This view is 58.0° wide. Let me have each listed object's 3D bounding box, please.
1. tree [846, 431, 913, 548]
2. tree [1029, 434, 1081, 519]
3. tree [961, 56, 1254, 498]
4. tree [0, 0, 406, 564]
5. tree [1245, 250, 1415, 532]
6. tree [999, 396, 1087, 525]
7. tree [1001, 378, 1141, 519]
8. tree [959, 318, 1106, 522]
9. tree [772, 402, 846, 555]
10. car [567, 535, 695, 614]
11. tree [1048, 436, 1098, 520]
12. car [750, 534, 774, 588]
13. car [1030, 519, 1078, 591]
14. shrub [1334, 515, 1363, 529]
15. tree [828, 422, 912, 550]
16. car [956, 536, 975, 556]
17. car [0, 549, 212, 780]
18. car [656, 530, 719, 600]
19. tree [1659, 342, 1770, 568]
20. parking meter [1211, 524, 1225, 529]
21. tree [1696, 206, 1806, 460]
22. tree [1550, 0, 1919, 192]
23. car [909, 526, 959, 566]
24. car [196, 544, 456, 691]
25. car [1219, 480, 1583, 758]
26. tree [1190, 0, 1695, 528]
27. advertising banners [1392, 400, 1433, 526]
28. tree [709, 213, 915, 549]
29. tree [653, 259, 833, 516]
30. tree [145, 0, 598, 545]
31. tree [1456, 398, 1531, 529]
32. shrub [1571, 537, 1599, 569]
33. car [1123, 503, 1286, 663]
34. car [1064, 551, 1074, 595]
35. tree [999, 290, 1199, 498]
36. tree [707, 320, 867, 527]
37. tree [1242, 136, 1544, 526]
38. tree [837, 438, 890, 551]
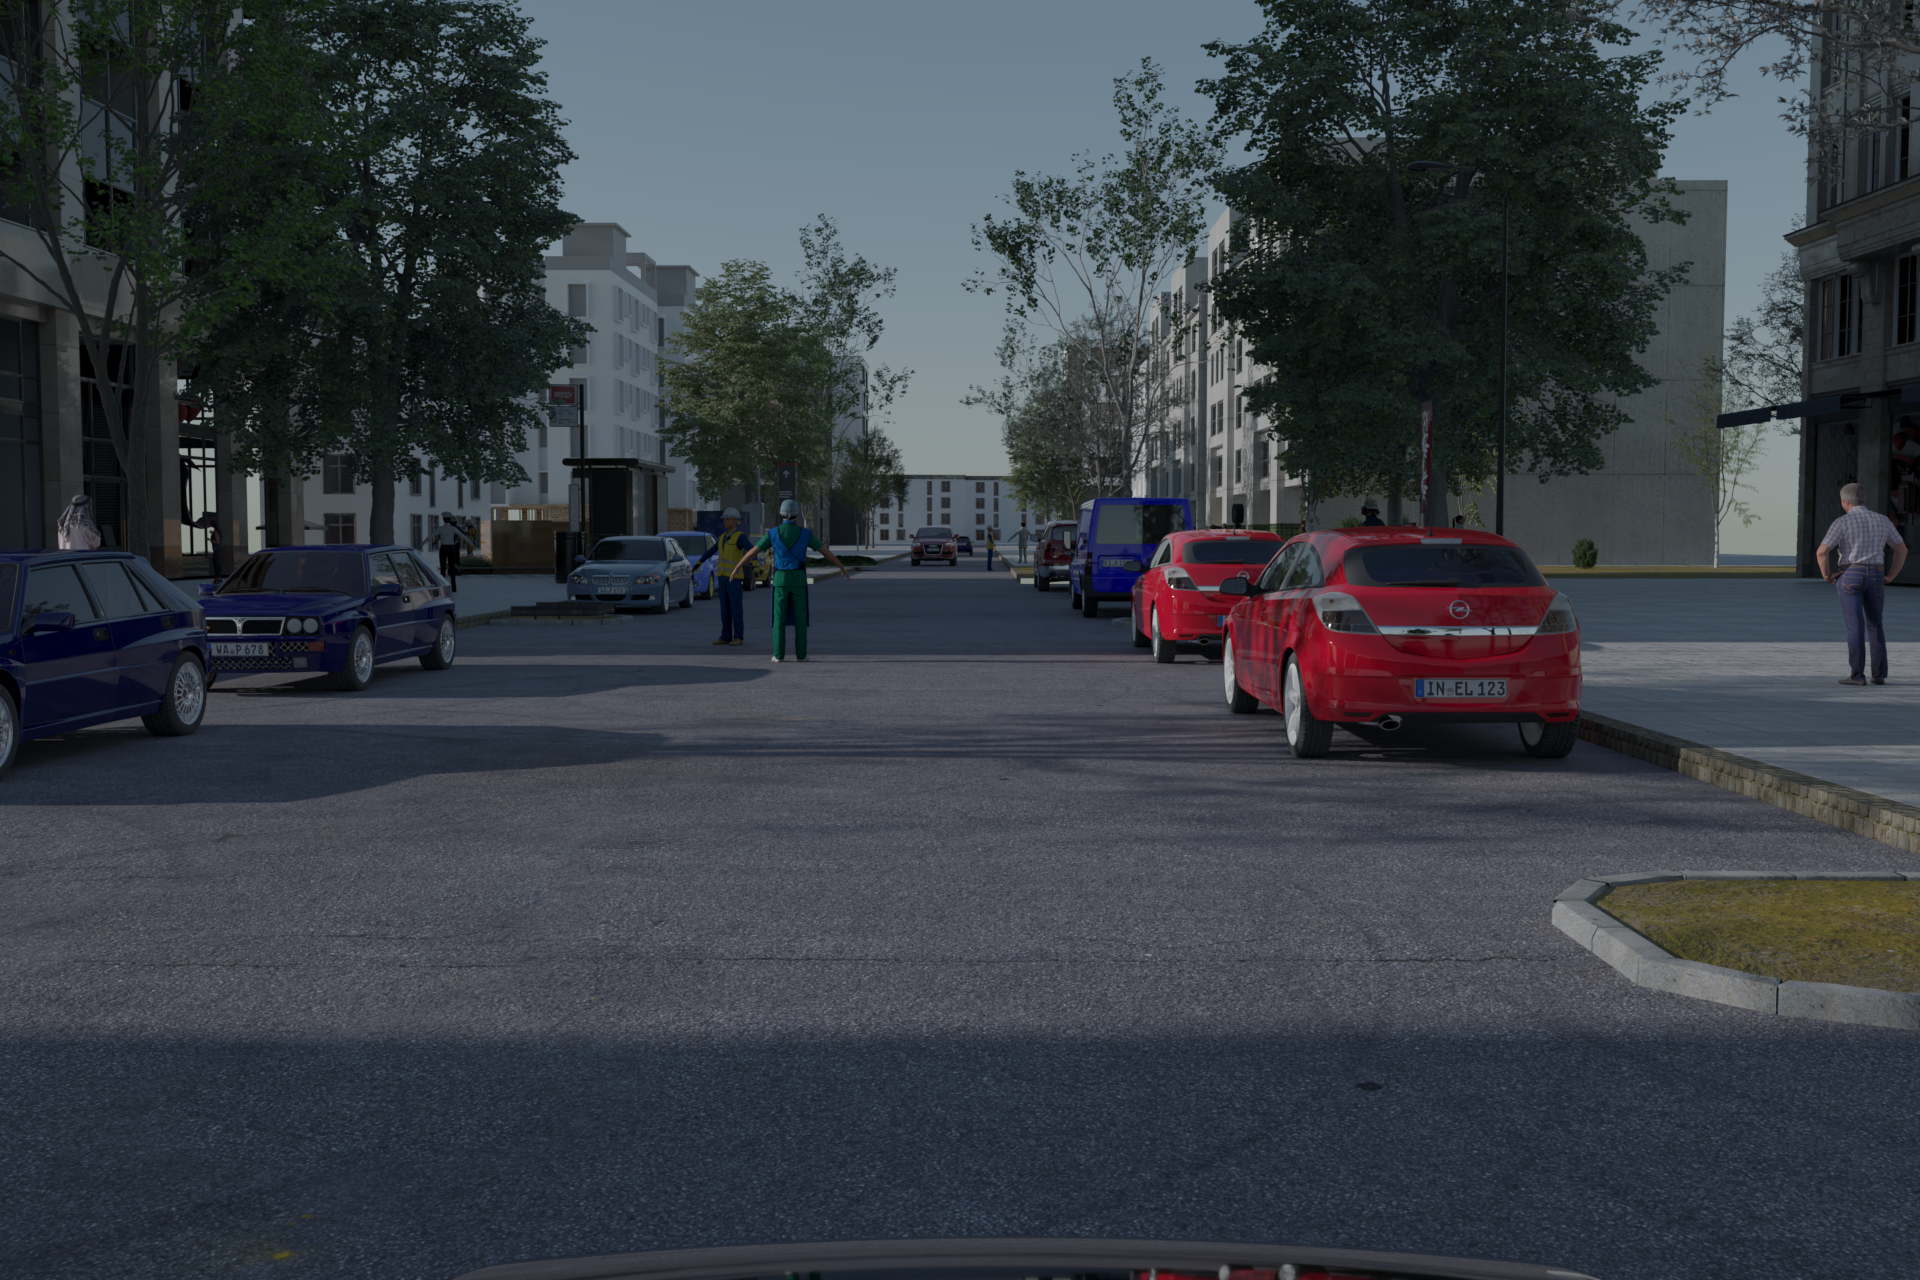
[{"bbox_3d":[-7.536,-13.467,154.594,8.767,10.594,7.601,3,5,41],"label":"tree"},{"bbox_3d":[7.504,-10.709,125.450,4.360,8.622,3.978,0,3,0],"label":"tree"},{"bbox_3d":[6.419,-13.194,71.606,12.611,20.169,13.585,0,3,0],"label":"tree"},{"bbox_3d":[-11.907,-6.037,24.457,9.928,11.665,9.643,0,3,0],"label":"tree"},{"bbox_3d":[8.688,-5.715,43.797,4.360,8.622,3.978,0,3,0],"label":"tree"},{"bbox_3d":[6.789,-13.579,140.140,7.486,12.596,7.792,0,3,0],"label":"tree"},{"bbox_3d":[6.891,-10.307,102.930,8.767,10.594,7.601,-2,4,-28],"label":"tree"},{"bbox_3d":[6.758,-18.150,152.637,12.611,20.169,13.585,0,3,0],"label":"tree"},{"bbox_3d":[-8.686,-8.832,94.771,4.360,8.622,3.978,0,3,0],"label":"tree"},{"bbox_3d":[-6.091,-1.250,32.442,2.014,1.417,4.499,0,4,0],"label":"car"},{"bbox_3d":[7.150,-9.902,112.261,4.737,8.622,4.395,0,3,0],"label":"tree"},{"bbox_3d":[-5.895,-2.277,47.455,2.015,1.641,3.980,0,4,0],"label":"car"},{"bbox_3d":[2.968,-2.211,44.823,2.281,1.827,5.304,0,4,1],"label":"car"},{"bbox_3d":[14.296,-3.594,63.176,1.690,2.028,1.600,0,3,0],"label":"shrub"},{"bbox_3d":[-7.415,-12.749,142.854,7.601,10.594,8.767,-2,4,-28],"label":"tree"},{"bbox_3d":[0.018,-6.311,115.768,1.945,1.354,3.894,0,4,0],"label":"car"},{"bbox_3d":[-6.351,0.094,11.042,1.945,1.354,3.894,0,4,1],"label":"car"},{"bbox_3d":[-6.210,-1.786,38.786,1.945,1.707,3.694,0,4,1],"label":"car"},{"bbox_3d":[28.983,-7.070,65.951,4.360,8.622,3.978,0,3,0],"label":"tree"},{"bbox_3d":[6.700,-2.235,44.952,0.372,1.533,0.369,0,3,0],"label":"parking meter"},{"bbox_3d":[28.794,-8.801,54.266,12.009,13.543,11.850,0,3,0],"label":"tree"},{"bbox_3d":[9.090,-6.259,12.700,12.009,13.543,11.850,0,3,0],"label":"tree"},{"bbox_3d":[-1.162,-4.318,79.277,2.281,1.827,5.304,0,4,1],"label":"car"},{"bbox_3d":[-6.281,-0.271,17.017,1.945,1.354,3.894,0,4,1],"label":"car"},{"bbox_3d":[3.026,-0.216,12.572,2.155,1.783,4.494,0,4,0],"label":"car"},{"bbox_3d":[9.236,-7.769,33.686,9.857,13.997,8.962,0,3,0],"label":"tree"},{"bbox_3d":[6.170,-1.686,23.749,0.090,3.025,2.074,0,4,0],"label":"advertising banners"},{"bbox_3d":[-9.029,-15.248,105.188,12.611,20.169,13.585,0,3,0],"label":"tree"},{"bbox_3d":[-9.266,-9.424,72.211,7.486,12.596,7.792,0,3,0],"label":"tree"},{"bbox_3d":[-12.420,-7.982,37.165,9.857,13.997,8.962,0,3,0],"label":"tree"},{"bbox_3d":[19.771,-7.139,67.092,4.737,8.622,4.395,0,3,0],"label":"tree"},{"bbox_3d":[22.856,-3.195,63.358,1.383,1.207,1.383,0,3,0],"label":"shrub"},{"bbox_3d":[3.063,-0.711,20.663,2.155,1.783,4.494,0,4,1],"label":"car"},{"bbox_3d":[3.418,-1.827,39.653,2.009,1.686,4.222,0,4,1],"label":"car"},{"bbox_3d":[7.173,-10.779,86.599,12.009,13.543,11.850,0,3,0],"label":"tree"},{"bbox_3d":[-8.621,-9.629,83.193,9.928,11.665,9.643,0,3,0],"label":"tree"},{"bbox_3d":[13.662,-9.048,54.597,9.857,13.997,8.962,0,3,0],"label":"tree"},{"bbox_3d":[-7.697,-11.131,132.359,4.737,8.622,4.395,0,3,0],"label":"tree"}]
